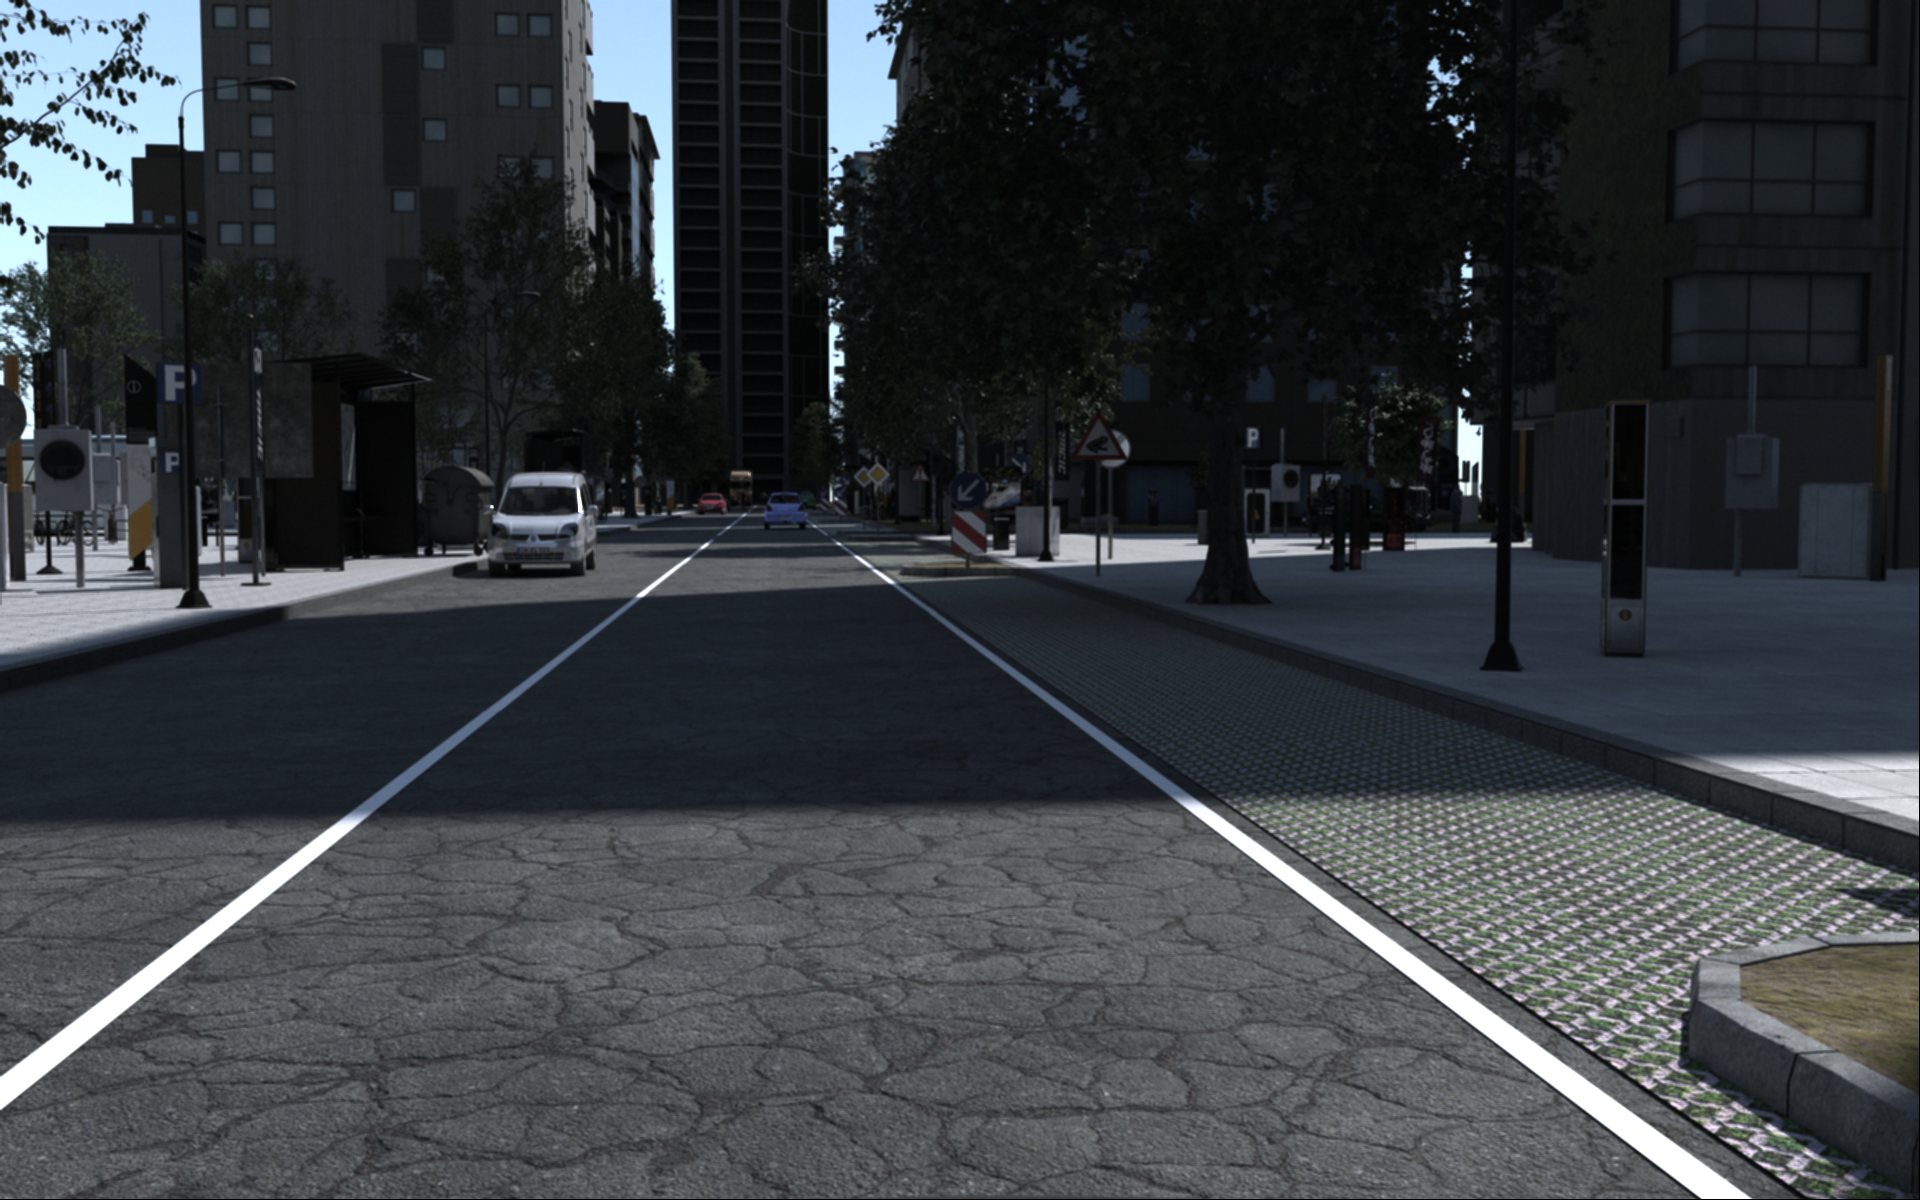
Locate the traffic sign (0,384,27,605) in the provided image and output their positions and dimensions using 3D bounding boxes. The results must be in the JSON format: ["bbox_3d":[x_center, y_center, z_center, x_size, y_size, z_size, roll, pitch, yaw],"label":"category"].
[{"bbox_3d":[-11.107,-1.211,19.905,0.768,2.556,0.104,0,4,-2],"label":"traffic sign"}]

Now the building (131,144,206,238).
[{"bbox_3d":[-97.197,-35.173,225.187,14.200,45.320,14.600,0,4,-6],"label":"building"}]

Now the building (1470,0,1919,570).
[{"bbox_3d":[18.540,-21.527,35.558,14.154,41.232,14.086,0,4,-6],"label":"building"}]

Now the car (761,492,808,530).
[{"bbox_3d":[-7.204,-3.763,71.122,1.945,1.707,3.694,0,4,-7],"label":"car"}]

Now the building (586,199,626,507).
[{"bbox_3d":[-40.247,-24.221,167.722,14.160,30.474,14.107,0,4,-6],"label":"building"}]

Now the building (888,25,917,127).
[{"bbox_3d":[7.308,-36.841,191.587,28.713,52.752,27.495,0,4,-6],"label":"building"}]

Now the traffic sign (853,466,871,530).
[{"bbox_3d":[-3.397,-3.529,61.342,0.795,2.450,0.064,0,4,-6],"label":"traffic sign"}]

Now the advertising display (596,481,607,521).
[{"bbox_3d":[-17.168,-4.739,82.696,0.123,1.923,0.974,-3,5,-43],"label":"advertising display"}]

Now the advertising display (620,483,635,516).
[{"bbox_3d":[-19.176,-5.790,99.876,0.123,1.923,0.974,3,5,45],"label":"advertising display"}]

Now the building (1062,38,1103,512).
[{"bbox_3d":[3.996,-30.933,155.862,14.600,45.320,14.200,0,4,-6],"label":"building"}]

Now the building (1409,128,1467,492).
[{"bbox_3d":[43.123,-33.271,198.604,28.867,44.769,22.147,0,4,-6],"label":"building"}]

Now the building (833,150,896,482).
[{"bbox_3d":[-2.328,-37.978,240.553,30.456,49.044,23.786,0,4,-6],"label":"building"}]

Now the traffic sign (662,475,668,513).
[{"bbox_3d":[-19.544,-7.072,115.725,0.768,2.556,0.104,0,4,-5],"label":"traffic sign"}]

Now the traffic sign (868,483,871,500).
[{"bbox_3d":[-5.733,-6.823,111.654,0.768,2.556,0.104,0,4,1],"label":"traffic sign"}]

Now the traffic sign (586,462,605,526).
[{"bbox_3d":[-14.530,-4.214,69.006,0.768,2.556,0.104,0,3,0],"label":"traffic sign"}]

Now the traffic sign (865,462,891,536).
[{"bbox_3d":[-2.532,-3.044,53.404,0.795,2.450,0.064,0,4,-6],"label":"traffic sign"}]

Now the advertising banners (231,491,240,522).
[{"bbox_3d":[-32.430,-4.995,77.849,0.090,3.025,2.074,-3,5,-39],"label":"advertising banners"}]

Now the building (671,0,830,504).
[{"bbox_3d":[-28.194,-48.794,236.028,20.611,71.187,20.563,0,4,-6],"label":"building"}]

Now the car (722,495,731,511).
[{"bbox_3d":[-20.728,-8.390,149.750,1.945,1.354,3.894,0,4,-6],"label":"car"}]

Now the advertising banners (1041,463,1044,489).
[{"bbox_3d":[5.287,-6.297,99.137,2.074,3.025,0.090,-3,5,-44],"label":"advertising banners"}]

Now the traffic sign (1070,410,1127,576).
[{"bbox_3d":[2.155,-1.650,26.976,0.884,2.594,0.081,0,4,3],"label":"traffic sign"}]

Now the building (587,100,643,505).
[{"bbox_3d":[-43.444,-33.252,193.786,14.200,45.320,14.600,0,4,-6],"label":"building"}]

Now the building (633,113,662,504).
[{"bbox_3d":[-53.359,-39.612,236.898,27.495,52.752,28.713,0,4,-6],"label":"building"}]

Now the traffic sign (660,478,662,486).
[{"bbox_3d":[-21.851,-7.831,128.148,0.768,2.556,0.104,0,4,-3],"label":"traffic sign"}]

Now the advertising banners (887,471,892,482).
[{"bbox_3d":[-4.627,-8.235,130.821,2.074,3.025,0.090,0,4,-6],"label":"advertising banners"}]

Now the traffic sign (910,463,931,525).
[{"bbox_3d":[-1.667,-4.450,72.754,0.884,2.594,0.081,0,4,2],"label":"traffic sign"}]

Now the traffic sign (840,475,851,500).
[{"bbox_3d":[-7.740,-7.177,117.442,0.768,2.556,0.104,0,4,-1],"label":"traffic sign"}]

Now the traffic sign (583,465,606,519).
[{"bbox_3d":[-12.739,-3.468,60.349,0.795,2.450,0.064,0,4,-6],"label":"traffic sign"}]

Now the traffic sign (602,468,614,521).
[{"bbox_3d":[-17.025,-5.086,83.263,0.768,2.556,0.104,0,4,-5],"label":"traffic sign"}]

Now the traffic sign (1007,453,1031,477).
[{"bbox_3d":[1.824,-3.272,53.611,0.768,2.556,0.104,0,4,0],"label":"traffic sign"}]

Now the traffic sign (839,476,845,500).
[{"bbox_3d":[-7.938,-7.269,118.955,0.768,2.556,0.104,0,4,0],"label":"traffic sign"}]

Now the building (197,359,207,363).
[{"bbox_3d":[-65.460,-53.411,185.939,31.000,86.520,22.319,0,4,-6],"label":"building"}]

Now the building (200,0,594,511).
[{"bbox_3d":[-45.314,-34.014,145.367,28.713,52.752,27.495,0,4,-6],"label":"building"}]

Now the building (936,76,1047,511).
[{"bbox_3d":[10.975,-49.110,115.619,22.319,86.520,31.000,0,4,-6],"label":"building"}]

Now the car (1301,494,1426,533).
[{"bbox_3d":[13.782,-3.023,59.217,4.222,1.686,2.009,0,4,-5],"label":"car"}]

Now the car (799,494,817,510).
[{"bbox_3d":[-13.585,-8.788,152.483,1.959,1.807,4.718,0,4,-5],"label":"car"}]

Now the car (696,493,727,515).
[{"bbox_3d":[-17.289,-6.842,120.902,2.155,1.783,4.494,0,4,-4],"label":"car"}]

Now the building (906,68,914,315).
[{"bbox_3d":[2.202,-31.807,170.150,14.600,45.320,14.200,0,4,-6],"label":"building"}]

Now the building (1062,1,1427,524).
[{"bbox_3d":[11.937,-26.234,79.032,14.200,45.320,14.600,0,4,-6],"label":"building"}]

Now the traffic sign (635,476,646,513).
[{"bbox_3d":[-22.110,-7.330,119.949,0.768,2.556,0.104,0,4,-5],"label":"traffic sign"}]

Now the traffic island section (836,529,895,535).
[{"bbox_3d":[-3.375,-2.394,61.422,2.009,0.180,2.903,0,4,-6],"label":"traffic island section"}]

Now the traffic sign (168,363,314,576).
[{"bbox_3d":[-11.189,-2.022,26.938,2.265,3.308,0.079,0,4,2],"label":"traffic sign"}]

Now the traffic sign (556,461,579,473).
[{"bbox_3d":[-11.874,-2.983,52.410,0.795,2.450,0.064,0,4,-6],"label":"traffic sign"}]

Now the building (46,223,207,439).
[{"bbox_3d":[-89.118,-25.508,188.757,14.107,30.474,14.160,0,4,-6],"label":"building"}]

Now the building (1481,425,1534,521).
[{"bbox_3d":[37.475,-28.132,83.661,21.600,48.544,21.300,0,4,-6],"label":"building"}]

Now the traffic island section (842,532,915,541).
[{"bbox_3d":[-2.510,-1.908,53.484,2.009,0.180,2.903,0,4,-6],"label":"traffic island section"}]

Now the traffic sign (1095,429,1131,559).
[{"bbox_3d":[2.969,-2.081,34.125,0.768,2.556,0.104,0,4,1],"label":"traffic sign"}]
